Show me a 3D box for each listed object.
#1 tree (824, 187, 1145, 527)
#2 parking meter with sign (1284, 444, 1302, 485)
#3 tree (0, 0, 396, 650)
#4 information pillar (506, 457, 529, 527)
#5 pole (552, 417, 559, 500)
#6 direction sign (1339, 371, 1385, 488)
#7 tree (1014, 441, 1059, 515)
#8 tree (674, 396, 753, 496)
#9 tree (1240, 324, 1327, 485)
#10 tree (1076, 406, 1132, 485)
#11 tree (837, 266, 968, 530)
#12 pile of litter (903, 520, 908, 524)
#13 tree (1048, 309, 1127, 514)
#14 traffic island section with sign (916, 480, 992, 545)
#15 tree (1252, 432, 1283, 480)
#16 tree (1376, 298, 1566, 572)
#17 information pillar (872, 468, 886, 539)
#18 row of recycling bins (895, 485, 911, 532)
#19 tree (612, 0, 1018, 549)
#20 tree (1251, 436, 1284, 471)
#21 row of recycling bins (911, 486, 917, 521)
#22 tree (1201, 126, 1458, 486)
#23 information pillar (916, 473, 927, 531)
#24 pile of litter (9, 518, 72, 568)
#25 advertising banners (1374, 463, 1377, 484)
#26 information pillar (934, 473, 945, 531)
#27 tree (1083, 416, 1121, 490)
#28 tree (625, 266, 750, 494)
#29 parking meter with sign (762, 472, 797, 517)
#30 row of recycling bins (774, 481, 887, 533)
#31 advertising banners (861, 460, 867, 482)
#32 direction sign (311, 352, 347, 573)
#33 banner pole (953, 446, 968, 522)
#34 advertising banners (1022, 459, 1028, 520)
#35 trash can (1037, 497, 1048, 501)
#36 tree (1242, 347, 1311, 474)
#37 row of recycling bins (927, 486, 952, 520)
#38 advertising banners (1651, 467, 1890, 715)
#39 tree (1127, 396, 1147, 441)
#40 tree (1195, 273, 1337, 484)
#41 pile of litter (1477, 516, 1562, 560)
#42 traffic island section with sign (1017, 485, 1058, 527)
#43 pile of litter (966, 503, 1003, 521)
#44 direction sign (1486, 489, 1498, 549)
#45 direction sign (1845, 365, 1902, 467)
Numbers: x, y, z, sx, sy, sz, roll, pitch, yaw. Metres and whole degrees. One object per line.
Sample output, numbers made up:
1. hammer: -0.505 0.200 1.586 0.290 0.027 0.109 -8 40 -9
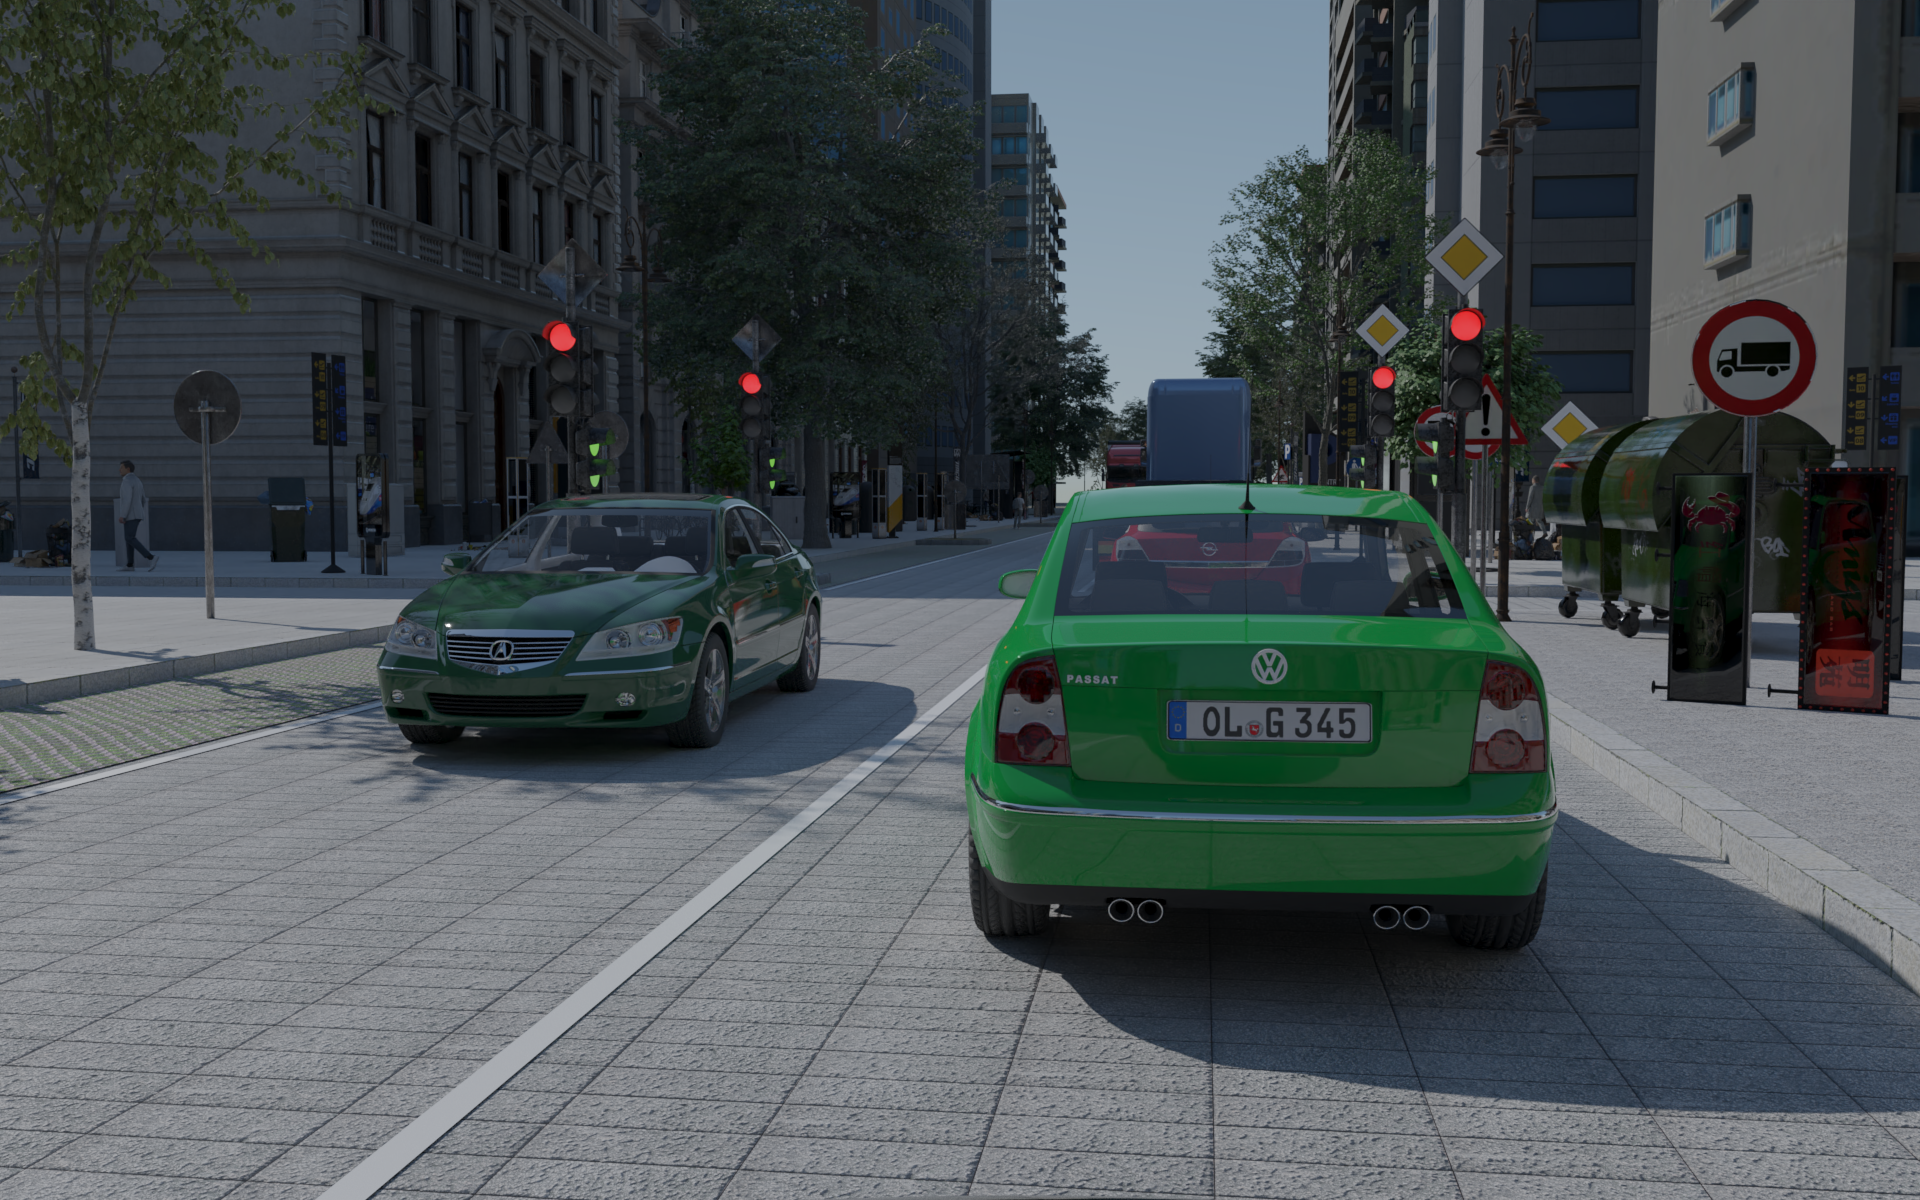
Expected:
1. tree: 0.109 -9.633 67.869 12.009 13.543 11.850 0 3 0
2. parking meter with sign: 12.181 -3.909 60.175 1.738 3.016 0.543 -1 4 -11
3. tree: -7.125 -3.908 14.254 4.737 8.622 4.395 0 3 0
4. information pillar: -8.869 -1.851 34.752 0.304 2.012 0.304 2 4 32
5. pole: -10.692 -3.183 45.883 0.158 3.312 0.155 0 3 0
6. direction sign: 7.405 -2.439 31.880 0.876 3.537 0.379 2 4 30
7. tree: 4.594 -7.530 106.833 4.285 4.588 4.351 0 3 0
8. tree: -4.470 -2.403 33.895 1.663 3.219 1.824 0 3 0
9. tree: 14.000 -7.578 74.260 4.360 8.622 3.978 0 3 0
10. tree: 14.650 -14.773 175.942 7.601 10.594 8.767 -1 4 -12
11. tree: -1.913 -6.435 55.569 4.360 8.622 3.978 0 3 0
12. pile of litter: -3.089 -3.651 73.657 1.719 0.858 1.176 2 4 23
13. tree: 5.946 -12.689 114.114 9.857 13.997 8.962 0 3 0
14. traffic island section with sign: -0.138 -2.477 49.131 1.989 1.847 2.006 0 4 8
15. tree: 26.492 -15.245 166.265 9.611 12.733 9.660 0 3 0
16. tree: 8.372 -2.762 28.879 4.285 4.588 4.351 0 3 0
17. information pillar: -2.311 -2.754 49.518 0.304 2.012 0.304 -3 5 -42
18. row of recycling bins: -2.710 -3.263 60.455 1.069 1.692 3.534 -1 4 -15
19. tree: -3.404 -8.183 40.442 9.857 13.997 8.962 0 3 0
20. tree: 24.519 -13.311 152.051 8.767 10.594 7.601 0 4 -4
21. row of recycling bins: -3.848 -4.576 81.928 3.534 1.692 1.069 0 4 -1
22. tree: 10.489 -7.554 49.263 9.928 11.665 9.643 0 3 0
23. information pillar: -1.332 -3.425 60.488 0.304 2.012 0.304 1 4 16
24. pile of litter: -16.206 -1.020 30.644 1.176 0.858 1.719 0 4 -8
25. advertising banners: 23.260 -6.220 97.881 0.090 3.025 2.074 2 4 30
26. information pillar: -0.720 -3.457 61.015 0.304 2.012 0.304 1 4 11
27. tree: 12.850 -12.777 159.263 4.360 8.622 3.978 0 3 0
28. tree: -7.816 -6.212 51.924 4.737 8.622 4.395 0 3 0
29. parking meter with sign: -6.001 -3.879 59.684 1.738 3.016 0.543 0 4 -2
30. row of recycling bins: -4.335 -3.050 56.988 3.534 1.692 1.069 -1 4 -19
31. advertising banners: -5.284 -5.633 88.292 0.090 3.025 2.074 2 4 29
32. direction sign: -10.207 -2.208 28.105 0.379 3.537 0.876 1 4 14
33. banner pole: 0.005 -5.493 79.828 0.863 3.779 0.401 -3 4 -37
34. advertising banners: 3.244 -5.529 86.579 0.090 3.025 2.074 1 4 9
35. trash can: 4.701 -5.367 99.405 0.748 1.137 0.748 0 3 0
36. tree: 21.412 -13.257 127.126 12.009 13.543 11.850 0 3 0
37. row of recycling bins: -2.163 -4.868 86.708 3.534 1.692 1.069 0 4 7
38. advertising banners: 5.176 -0.853 10.130 2.074 3.025 0.090 2 4 35
39. tree: 22.536 -19.618 227.412 9.857 13.997 8.962 0 3 0
40. tree: 15.541 -10.462 89.178 7.486 12.596 7.792 0 3 0
41. pile of litter: 10.975 -1.218 33.878 1.719 0.858 1.176 2 4 31
42. traffic island section with sign: 3.581 -4.116 75.920 1.989 1.847 2.006 0 4 8
43. pile of litter: 1.396 -4.225 83.045 1.719 0.858 1.176 -3 5 -40
44. direction sign: 12.564 -2.977 40.671 0.876 3.537 0.379 1 4 14
45. direction sign: 16.202 -2.373 30.789 0.876 3.537 0.379 3 5 40
